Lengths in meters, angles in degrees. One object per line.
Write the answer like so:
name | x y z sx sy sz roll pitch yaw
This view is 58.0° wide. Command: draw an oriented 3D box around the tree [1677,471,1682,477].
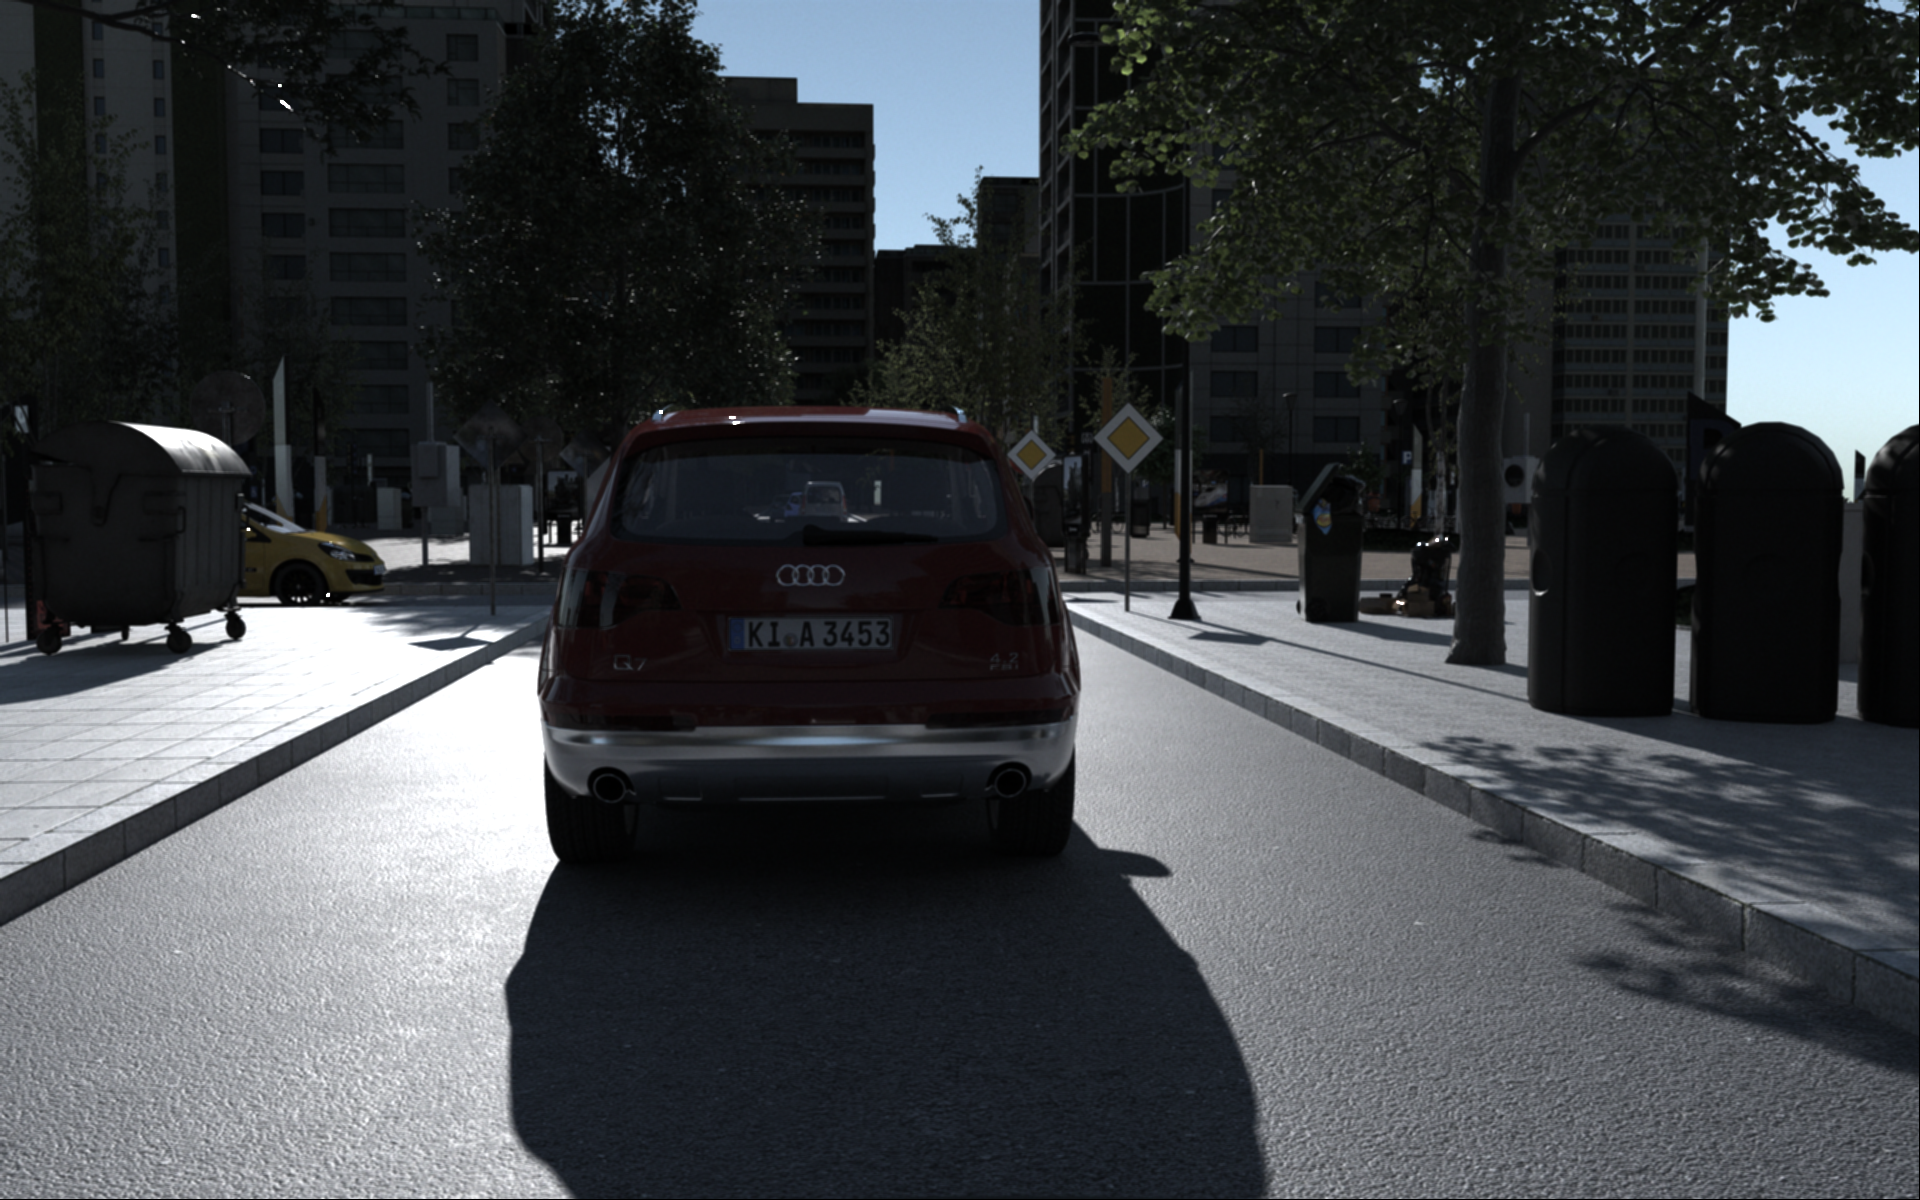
tree | 28.772 -4.436 67.125 1.663 3.219 1.824 0 3 0

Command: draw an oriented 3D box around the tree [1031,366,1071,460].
tree | 4.538 -9.173 100.340 4.360 8.622 3.978 0 3 0

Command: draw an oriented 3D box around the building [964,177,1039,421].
building | 8.352 -23.792 160.692 14.160 30.474 14.107 0 4 -5

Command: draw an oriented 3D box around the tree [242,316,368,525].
tree | -26.084 -7.360 70.699 4.737 8.622 4.395 0 3 0

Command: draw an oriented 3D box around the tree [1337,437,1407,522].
tree | 13.739 -3.908 58.500 1.663 3.219 1.824 0 3 0

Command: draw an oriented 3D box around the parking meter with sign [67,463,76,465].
parking meter with sign | -21.955 -2.865 43.109 0.543 3.016 1.738 1 4 20

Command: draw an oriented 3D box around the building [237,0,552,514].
building | -37.409 -41.842 122.373 20.563 71.187 20.611 0 4 -5

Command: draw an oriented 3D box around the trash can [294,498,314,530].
trash can | -21.509 -2.753 56.658 0.748 1.137 0.748 0 3 0

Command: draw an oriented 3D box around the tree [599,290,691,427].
tree | -10.377 -6.503 56.685 4.360 8.622 3.978 0 3 0

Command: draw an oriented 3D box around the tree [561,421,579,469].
tree | -18.976 -7.953 80.398 4.737 8.622 4.395 0 3 0

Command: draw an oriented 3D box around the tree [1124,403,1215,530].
tree | 7.493 -4.819 62.502 4.285 4.588 4.351 0 3 0

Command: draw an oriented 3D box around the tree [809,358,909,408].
tree | -6.263 -11.257 118.465 8.767 10.594 7.601 -2 4 -28

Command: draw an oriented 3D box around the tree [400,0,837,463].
tree | -7.565 -7.417 38.283 9.611 12.733 9.660 0 3 0

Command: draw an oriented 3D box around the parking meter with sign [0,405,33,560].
parking meter with sign | -18.948 -2.281 33.552 0.543 3.016 1.738 3 4 37

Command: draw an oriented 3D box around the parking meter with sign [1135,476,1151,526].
parking meter with sign | 7.367 -4.489 69.655 0.543 3.016 1.738 -1 4 -13

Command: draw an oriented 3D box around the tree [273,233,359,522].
tree | -18.542 -5.959 47.787 4.360 8.622 3.978 0 3 0

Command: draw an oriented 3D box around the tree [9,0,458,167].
tree | -6.123 -4.545 8.731 7.601 10.594 8.767 0 4 4

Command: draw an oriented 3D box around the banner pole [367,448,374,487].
banner pole | -32.091 -6.388 94.455 0.863 3.779 0.401 3 5 42

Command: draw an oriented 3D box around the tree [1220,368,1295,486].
tree | 17.414 -9.265 101.843 4.360 8.622 3.978 0 3 0

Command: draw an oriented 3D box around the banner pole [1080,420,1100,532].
banner pole | 4.481 -4.217 58.965 0.863 3.779 0.401 1 4 14

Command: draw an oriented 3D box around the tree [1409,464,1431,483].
tree | 20.843 -5.183 79.337 1.663 3.219 1.824 0 3 0

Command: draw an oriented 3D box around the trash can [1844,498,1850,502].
trash can | 29.677 -2.873 58.625 0.748 1.137 0.748 0 3 0

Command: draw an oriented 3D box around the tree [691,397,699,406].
tree | -11.861 -8.508 73.515 7.601 10.594 8.767 -1 4 -9

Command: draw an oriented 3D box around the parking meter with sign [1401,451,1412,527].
parking meter with sign | 17.954 -4.446 68.947 0.543 3.016 1.738 0 4 5

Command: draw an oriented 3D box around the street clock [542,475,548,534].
street clock | -13.439 -3.142 55.943 0.358 2.002 0.471 -2 4 -25

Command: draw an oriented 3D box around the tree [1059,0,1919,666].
tree | 4.330 -5.800 12.954 7.486 12.596 7.792 0 3 0

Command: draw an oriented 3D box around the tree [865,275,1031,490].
tree | -0.354 -6.627 58.713 4.360 8.622 3.978 0 3 0

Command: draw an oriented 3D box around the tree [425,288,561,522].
tree | -16.359 -6.660 59.254 4.737 8.622 4.395 0 3 0

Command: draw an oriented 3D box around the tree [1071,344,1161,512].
tree | 7.724 -8.204 84.494 4.360 8.622 3.978 0 3 0

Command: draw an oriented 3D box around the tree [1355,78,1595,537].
tree | 8.718 -4.897 30.424 4.360 8.622 3.978 0 3 0

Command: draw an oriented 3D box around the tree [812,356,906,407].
tree | -7.532 -12.495 130.050 9.928 11.665 9.643 0 3 0

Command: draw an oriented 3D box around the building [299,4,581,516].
building | -31.366 -20.493 106.766 14.160 30.474 14.107 0 4 -5

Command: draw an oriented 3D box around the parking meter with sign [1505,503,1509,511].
parking meter with sign | 32.136 -6.344 99.987 1.738 3.016 0.543 -1 4 -19

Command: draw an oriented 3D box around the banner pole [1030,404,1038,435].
banner pole | 2.077 -3.572 48.427 0.401 3.779 0.863 1 4 19

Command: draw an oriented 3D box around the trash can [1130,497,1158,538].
trash can | 5.274 -2.406 50.991 0.748 1.137 0.748 0 3 0

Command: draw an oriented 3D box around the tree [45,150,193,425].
tree | -18.311 -5.365 38.088 4.360 8.622 3.978 0 3 0

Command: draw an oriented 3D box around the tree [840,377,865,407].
tree | -3.232 -7.885 79.282 4.360 8.622 3.978 0 3 0

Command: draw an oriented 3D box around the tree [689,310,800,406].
tree | -13.564 -11.596 107.729 7.486 12.596 7.792 0 3 0

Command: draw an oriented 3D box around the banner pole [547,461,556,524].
banner pole | -17.593 -5.122 73.754 0.401 3.779 0.863 2 4 28

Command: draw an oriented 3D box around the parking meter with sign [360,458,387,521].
parking meter with sign | -27.852 -5.314 83.149 1.738 3.016 0.543 -1 4 -16

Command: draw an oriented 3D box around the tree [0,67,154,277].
tree | -15.890 -4.844 29.568 4.737 8.622 4.395 0 3 0

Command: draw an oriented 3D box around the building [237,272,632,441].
building | -43.173 -18.672 150.321 28.899 21.520 27.650 0 4 -5

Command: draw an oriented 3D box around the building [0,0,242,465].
building | -72.918 -37.156 149.497 28.212 58.520 21.231 0 4 -5

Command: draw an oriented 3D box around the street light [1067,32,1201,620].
street light | 1.777 -2.759 17.656 1.470 5.913 1.316 0 4 -5

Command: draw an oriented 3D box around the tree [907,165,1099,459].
tree | 0.928 -5.475 39.877 4.737 8.622 4.395 0 3 0
